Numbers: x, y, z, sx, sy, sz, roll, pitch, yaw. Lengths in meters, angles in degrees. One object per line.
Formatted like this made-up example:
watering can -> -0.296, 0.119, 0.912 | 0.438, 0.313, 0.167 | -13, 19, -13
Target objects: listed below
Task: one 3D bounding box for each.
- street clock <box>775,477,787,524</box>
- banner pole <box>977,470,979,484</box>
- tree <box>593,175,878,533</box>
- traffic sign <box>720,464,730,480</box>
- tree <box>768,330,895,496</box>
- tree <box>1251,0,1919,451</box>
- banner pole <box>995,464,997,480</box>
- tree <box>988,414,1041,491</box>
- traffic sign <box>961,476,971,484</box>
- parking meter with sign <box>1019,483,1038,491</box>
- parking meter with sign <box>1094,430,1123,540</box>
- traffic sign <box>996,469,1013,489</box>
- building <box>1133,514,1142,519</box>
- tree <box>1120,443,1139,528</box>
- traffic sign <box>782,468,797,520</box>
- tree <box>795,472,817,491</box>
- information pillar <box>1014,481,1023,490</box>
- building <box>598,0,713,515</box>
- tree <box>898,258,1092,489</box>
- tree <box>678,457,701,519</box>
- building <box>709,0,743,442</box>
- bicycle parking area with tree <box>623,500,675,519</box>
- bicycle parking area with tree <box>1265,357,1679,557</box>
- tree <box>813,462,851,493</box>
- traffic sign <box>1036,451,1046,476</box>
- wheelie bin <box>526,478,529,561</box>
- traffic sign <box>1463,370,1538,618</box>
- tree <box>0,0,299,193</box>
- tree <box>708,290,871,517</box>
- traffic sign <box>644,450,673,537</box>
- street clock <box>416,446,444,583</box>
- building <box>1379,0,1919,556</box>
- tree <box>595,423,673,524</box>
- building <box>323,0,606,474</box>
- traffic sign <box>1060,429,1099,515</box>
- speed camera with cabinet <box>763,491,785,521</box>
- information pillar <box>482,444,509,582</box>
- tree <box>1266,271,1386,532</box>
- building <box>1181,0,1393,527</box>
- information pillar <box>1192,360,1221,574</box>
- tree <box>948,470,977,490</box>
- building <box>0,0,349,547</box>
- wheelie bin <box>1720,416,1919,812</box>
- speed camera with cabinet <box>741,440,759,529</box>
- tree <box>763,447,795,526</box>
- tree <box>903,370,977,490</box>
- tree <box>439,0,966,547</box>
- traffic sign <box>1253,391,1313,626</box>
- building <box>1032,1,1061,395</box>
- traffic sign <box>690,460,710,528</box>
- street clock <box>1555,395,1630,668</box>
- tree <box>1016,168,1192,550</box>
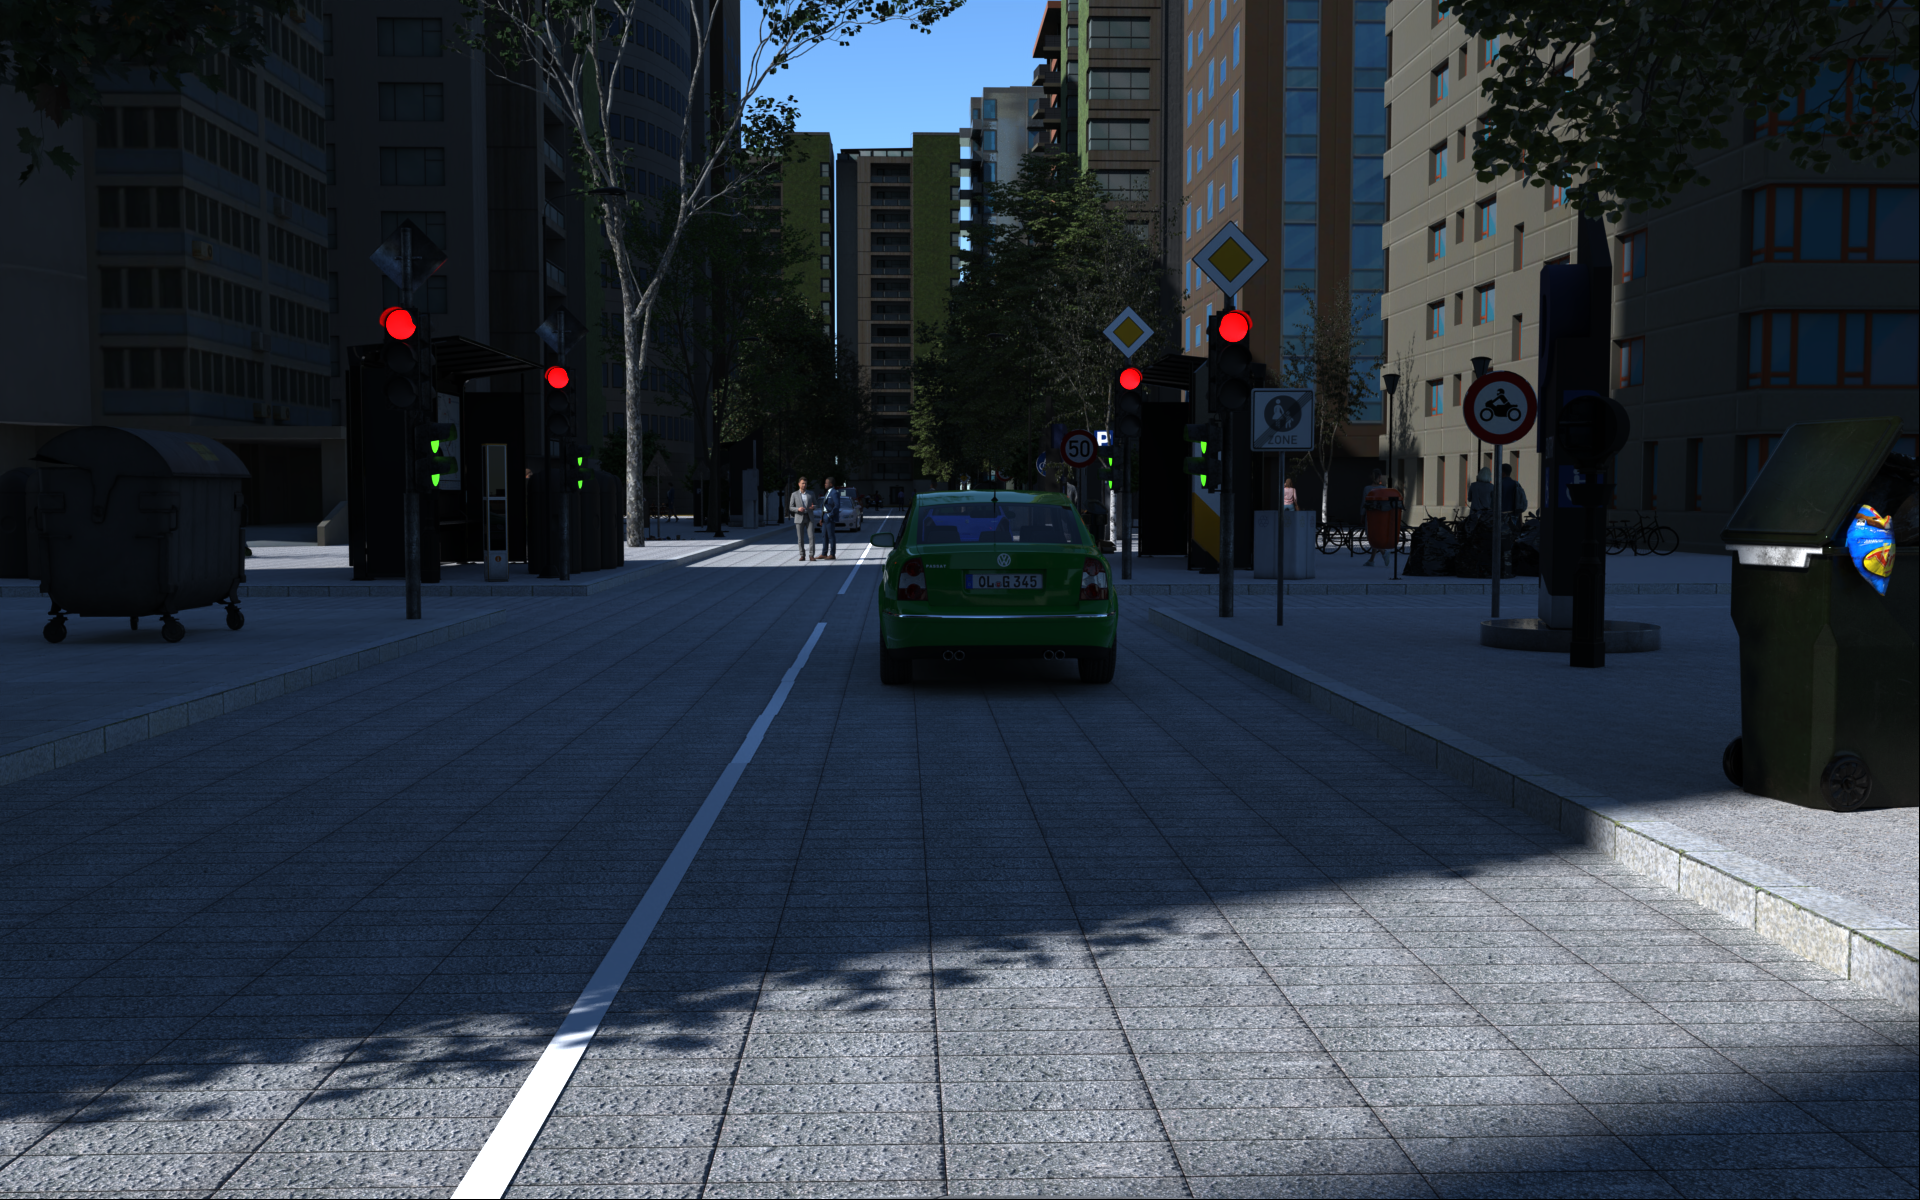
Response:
street clock -> -7.777, -4.325, 75.278 | 0.471, 2.002, 0.358 | 2, 4, 24
banner pole -> 1.008, -6.503, 96.337 | 0.401, 3.779, 0.863 | 0, 4, -4
tree -> -8.332, -8.064, 57.597 | 9.928, 11.665, 9.643 | 0, 3, 0
traffic sign -> -9.704, -4.427, 72.491 | 0.768, 2.556, 0.104 | 0, 4, 6
tree -> -9.956, -13.394, 129.355 | 12.009, 13.543, 11.850 | 0, 3, 0
tree -> 4.377, -5.427, 6.864 | 7.486, 12.596, 7.792 | 0, 3, 0
banner pole -> 2.140, -6.637, 98.534 | 0.401, 3.779, 0.863 | 2, 4, 24
tree -> 2.797, -4.988, 65.265 | 4.285, 4.588, 4.351 | 0, 3, 0
traffic sign -> 0.236, -5.912, 96.386 | 0.795, 2.593, 0.064 | 0, 4, -1
parking meter with sign -> 3.190, -4.446, 68.955 | 1.738, 3.016, 0.543 | 0, 4, 7
parking meter with sign -> 4.250, -3.174, 48.163 | 0.543, 3.016, 1.738 | 1, 4, 22
traffic sign -> 1.840, -4.308, 70.546 | 0.768, 2.556, 0.104 | 0, 4, 0
building -> 13.228, -25.104, 94.041 | 14.154, 41.232, 14.086 | 0, 4, -2
tree -> 6.692, -4.354, 65.789 | 1.663, 3.219, 1.824 | 0, 3, 0
traffic sign -> -8.333, -5.159, 84.456 | 0.768, 2.556, 0.104 | 0, 4, 7
tree -> -10.008, -7.167, 111.785 | 1.663, 3.219, 1.824 | 0, 3, 0
information pillar -> 2.568, -4.379, 76.094 | 0.304, 2.012, 0.304 | -2, 4, -34
building -> -28.497, -34.982, 113.949 | 21.231, 58.520, 28.212 | 0, 4, -2
tree -> 1.908, -10.087, 81.937 | 9.611, 12.733, 9.660 | 0, 3, 0
tree -> -13.605, -5.739, 88.432 | 1.663, 3.219, 1.824 | 0, 3, 0
building -> -24.655, -29.697, 135.661 | 14.600, 45.320, 14.200 | 0, 4, -2
bicycle parking area with tree -> -19.154, -6.470, 92.793 | 9.016, 4.147, 8.231 | 1, 4, 15
bicycle parking area with tree -> 10.753, -3.172, 38.872 | 9.016, 4.147, 8.231 | 0, 4, 7
tree -> -11.174, -10.153, 149.714 | 4.285, 4.588, 4.351 | 0, 3, 0
traffic sign -> 2.633, -3.120, 51.116 | 0.768, 2.556, 0.104 | 0, 4, 2
wheelie bin -> -8.470, -1.566, 33.519 | 0.693, 1.594, 0.980 | 1, 4, 15
traffic sign -> 5.571, -1.091, 17.946 | 0.768, 2.556, 0.104 | 0, 4, 2
tree -> -6.926, -5.414, 5.529 | 9.611, 12.733, 9.660 | 0, 3, 0
tree -> -9.624, -10.963, 96.256 | 9.611, 12.733, 9.660 | 0, 3, 0
traffic sign -> -8.920, -3.132, 51.204 | 0.884, 2.594, 0.081 | 0, 4, 8
street clock -> -7.638, -1.244, 24.916 | 0.358, 2.002, 0.471 | 1, 4, 17
building -> 30.012, -12.450, 48.603 | 28.899, 21.520, 27.650 | 0, 4, -2
tree -> -14.130, -5.581, 74.959 | 4.285, 4.588, 4.351 | 0, 3, 0
building -> -23.750, -23.945, 75.098 | 14.154, 41.232, 14.086 | 0, 4, -2
traffic sign -> 2.343, -2.074, 34.023 | 0.768, 2.556, 0.104 | 0, 4, 7
speed camera with cabinet -> -9.382, -5.407, 82.741 | 2.038, 3.252, 0.660 | -3, 4, -39
information pillar -> -6.811, -1.278, 25.385 | 0.304, 2.012, 0.304 | -2, 4, -27
tree -> 12.272, -6.594, 58.168 | 4.360, 8.622, 3.978 | 0, 3, 0
building -> 17.333, -25.800, 71.941 | 14.600, 45.320, 14.200 | 0, 4, -2
information pillar -> 3.967, -2.226, 27.751 | 0.504, 3.616, 0.183 | -1, 4, -20
tree -> -0.187, -11.038, 130.827 | 4.360, 8.622, 3.978 | 0, 3, 0
building -> -31.995, -21.771, 47.845 | 32.217, 40.220, 23.993 | 0, 4, -2
wheelie bin -> 3.674, 0.037, 7.297 | 0.693, 1.594, 0.980 | -1, 4, -13
speed camera with cabinet -> -7.787, -4.275, 64.237 | 0.660, 3.252, 2.038 | 0, 4, -6
tree -> -7.767, -4.662, 70.819 | 1.663, 3.219, 1.824 | 0, 3, 0
tree -> -0.877, -15.902, 166.646 | 9.857, 13.997, 8.962 | 0, 3, 0
tree -> -6.690, -11.289, 40.457 | 12.611, 20.169, 13.585 | 0, 3, 0
traffic sign -> 3.122, -0.899, 16.835 | 0.606, 2.300, 0.079 | 0, 4, 2
building -> 17.863, -30.599, 154.921 | 22.147, 44.769, 28.867 | 0, 4, -2
traffic sign -> -9.725, -3.992, 65.270 | 0.884, 2.594, 0.081 | 0, 4, 2
street clock -> 4.666, -0.505, 12.821 | 0.471, 2.002, 0.358 | 3, 5, 45
tree -> 3.461, -5.465, 39.712 | 4.360, 8.622, 3.978 | 0, 3, 0
